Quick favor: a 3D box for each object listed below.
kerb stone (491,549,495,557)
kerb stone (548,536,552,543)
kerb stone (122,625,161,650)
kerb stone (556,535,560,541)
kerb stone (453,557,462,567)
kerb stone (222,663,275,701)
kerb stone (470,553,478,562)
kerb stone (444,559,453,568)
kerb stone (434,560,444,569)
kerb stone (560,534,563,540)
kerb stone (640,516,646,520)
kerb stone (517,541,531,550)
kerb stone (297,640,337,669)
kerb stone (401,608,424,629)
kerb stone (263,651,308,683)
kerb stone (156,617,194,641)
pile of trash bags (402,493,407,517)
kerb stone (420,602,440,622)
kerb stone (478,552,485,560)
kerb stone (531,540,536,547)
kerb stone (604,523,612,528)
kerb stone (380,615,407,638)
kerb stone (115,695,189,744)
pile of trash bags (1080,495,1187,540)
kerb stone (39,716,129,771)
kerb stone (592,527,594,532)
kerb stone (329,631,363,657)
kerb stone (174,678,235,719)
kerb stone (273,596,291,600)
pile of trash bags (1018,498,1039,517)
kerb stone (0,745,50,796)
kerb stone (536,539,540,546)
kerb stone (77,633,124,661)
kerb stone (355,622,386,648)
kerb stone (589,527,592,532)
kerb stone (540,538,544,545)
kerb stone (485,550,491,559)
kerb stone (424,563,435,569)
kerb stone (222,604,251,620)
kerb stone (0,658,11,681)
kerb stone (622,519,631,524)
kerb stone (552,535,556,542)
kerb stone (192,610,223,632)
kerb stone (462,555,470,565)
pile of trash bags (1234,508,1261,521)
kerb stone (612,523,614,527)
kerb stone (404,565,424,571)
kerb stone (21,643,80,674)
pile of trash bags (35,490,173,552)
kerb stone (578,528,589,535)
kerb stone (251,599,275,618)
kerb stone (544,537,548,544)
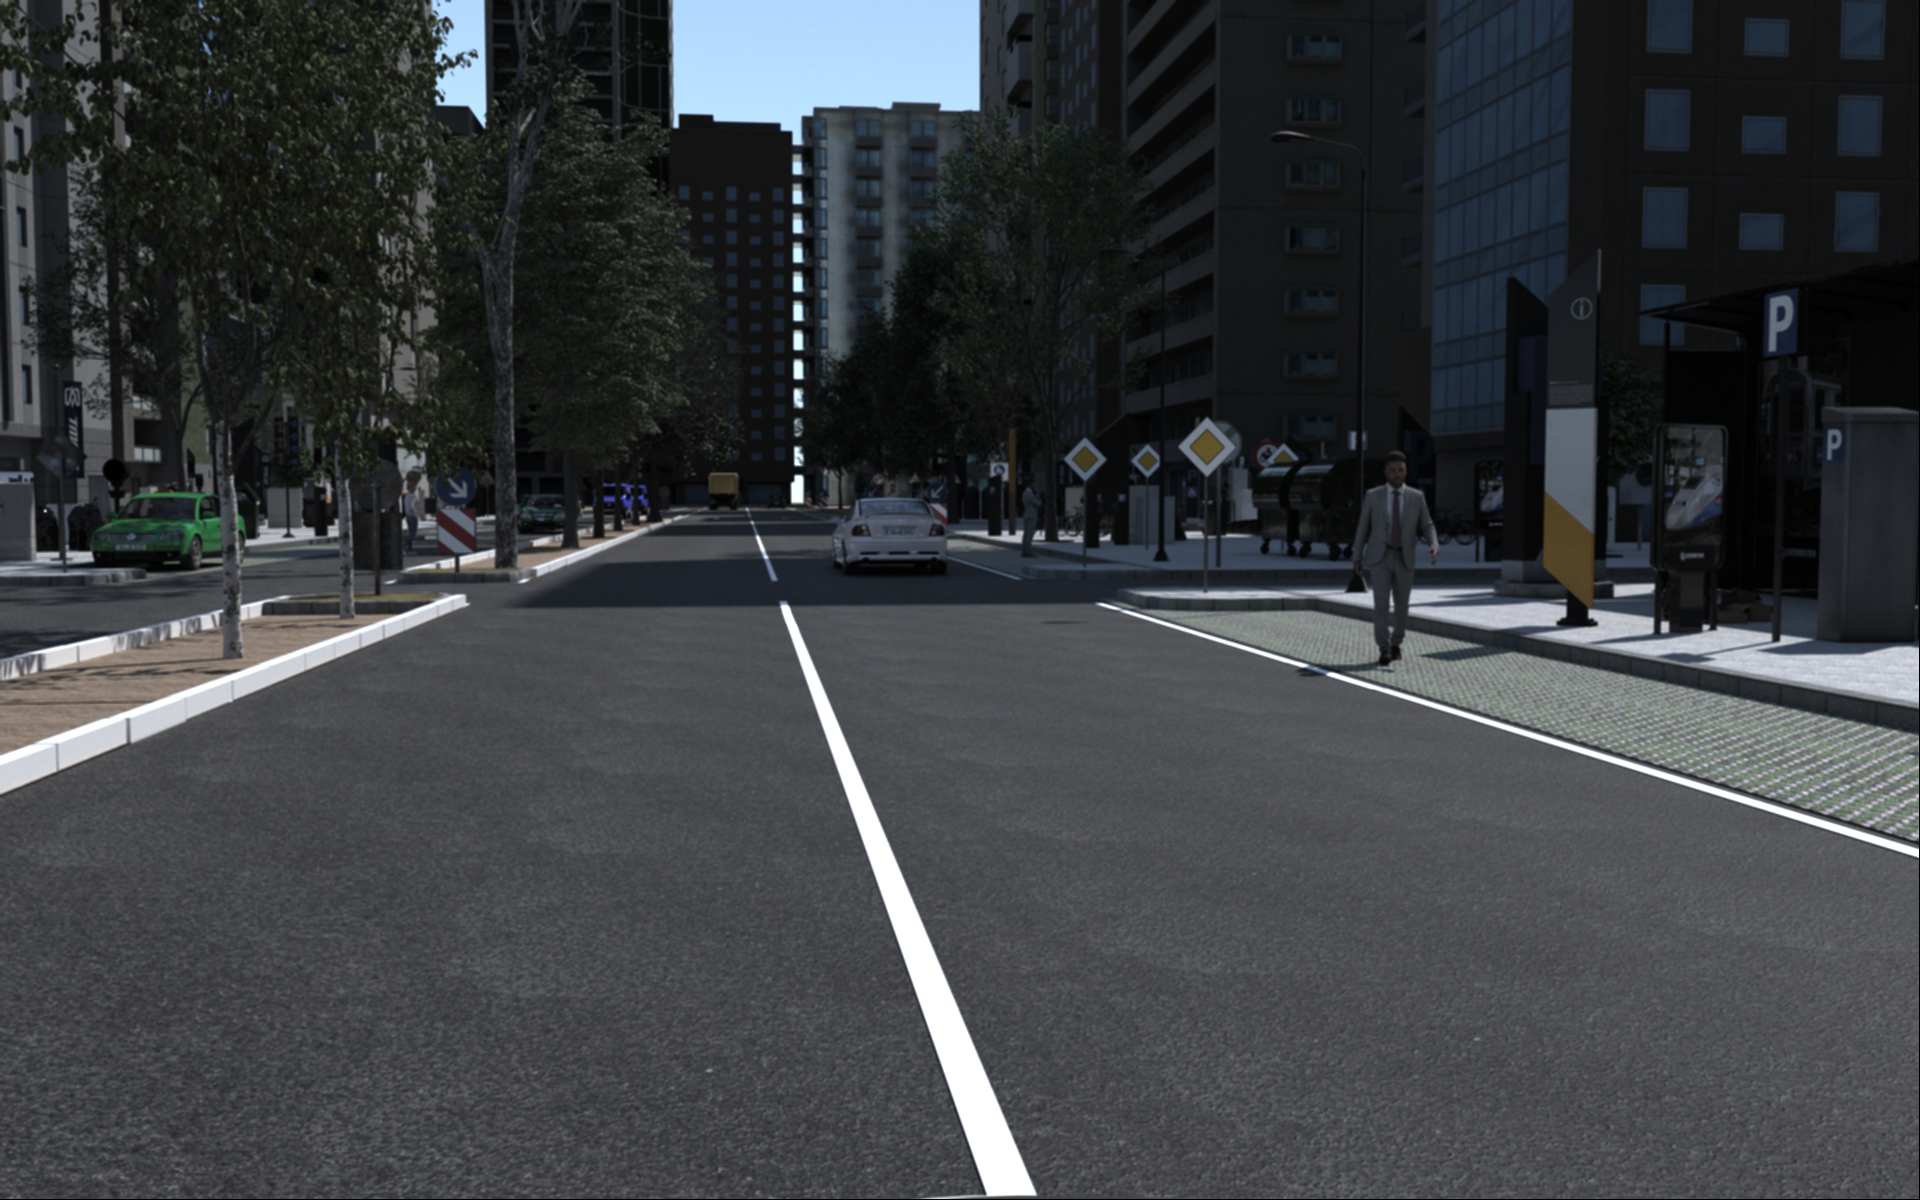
[{"bbox_3d":[-10.636,-1.035,39.183,0.120,0.150,1.000,0,4,-7],"label":"kerb stone"},{"bbox_3d":[-12.056,-1.724,50.381,0.120,0.150,1.000,0,4,-7],"label":"kerb stone"},{"bbox_3d":[-7.740,0.373,16.218,0.120,0.150,1.000,0,4,-7],"label":"kerb stone"},{"bbox_3d":[-12.310,-1.848,52.422,0.120,0.150,1.000,0,4,-7],"label":"kerb stone"},{"bbox_3d":[-9.997,-0.724,34.088,0.120,0.150,1.000,0,4,-7],"label":"kerb stone"},{"bbox_3d":[-5.143,0.597,12.451,0.120,0.150,1.000,0,4,-7],"label":"kerb stone"},{"bbox_3d":[-10.256,-0.853,36.135,0.120,0.150,1.000,0,4,-7],"label":"kerb stone"},{"bbox_3d":[-9.876,-0.665,33.069,0.120,0.150,1.000,0,4,-7],"label":"kerb stone"},{"bbox_3d":[-9.741,-0.603,32.055,0.120,0.150,1.000,0,4,-7],"label":"kerb stone"},{"bbox_3d":[-12.445,-1.911,53.435,0.120,0.150,1.000,0,4,-7],"label":"kerb stone"},{"bbox_3d":[-18.352,-4.773,100.235,0.120,0.150,1.000,0,4,-7],"label":"kerb stone"},{"bbox_3d":[-11.417,-1.413,45.294,0.120,0.150,1.000,0,4,-7],"label":"kerb stone"},{"bbox_3d":[-5.408,0.472,14.478,0.120,0.150,1.000,0,4,-7],"label":"kerb stone"},{"bbox_3d":[-5.913,0.226,18.538,0.120,0.150,1.000,0,4,-7],"label":"kerb stone"},{"bbox_3d":[-5.278,0.534,13.464,0.120,0.150,1.000,0,4,-7],"label":"kerb stone"},{"bbox_3d":[-7.869,0.303,17.243,0.120,0.150,1.000,0,4,-7],"label":"kerb stone"},{"bbox_3d":[-31.519,-5.361,97.404,1.912,1.369,3.447,0,4,-7],"label":"pile of trash bags"},{"bbox_3d":[-6.050,0.162,19.560,0.120,0.150,1.000,0,4,-7],"label":"kerb stone"},{"bbox_3d":[-10.384,-0.911,37.149,0.120,0.150,1.000,0,4,-7],"label":"kerb stone"},{"bbox_3d":[-11.539,-1.475,46.309,0.120,0.150,1.000,0,4,-7],"label":"kerb stone"},{"bbox_3d":[-15.014,-3.154,73.762,0.120,0.150,1.000,0,4,-7],"label":"kerb stone"},{"bbox_3d":[-5.784,0.286,17.523,0.120,0.150,1.000,0,4,-7],"label":"kerb stone"},{"bbox_3d":[-4.881,0.720,10.424,0.120,0.150,1.000,0,4,-7],"label":"kerb stone"},{"bbox_3d":[4.716,-2.365,48.428,1.912,1.369,3.447,-3,5,-45],"label":"pile of trash bags"},{"bbox_3d":[-4.767,0.782,9.408,0.120,0.150,1.000,0,4,-7],"label":"kerb stone"},{"bbox_3d":[-13.850,-2.591,64.617,0.120,0.150,1.000,0,4,-7],"label":"kerb stone"},{"bbox_3d":[-5.538,0.412,15.491,0.120,0.150,1.000,0,4,-7],"label":"kerb stone"},{"bbox_3d":[-5.014,0.658,11.437,0.120,0.150,1.000,0,4,-7],"label":"kerb stone"},{"bbox_3d":[-8.386,0.054,21.306,0.120,0.150,1.000,0,4,-7],"label":"kerb stone"},{"bbox_3d":[4.854,-5.327,96.841,3.447,1.369,1.912,1,4,14],"label":"pile of trash bags"},{"bbox_3d":[-4.638,0.847,8.394,0.120,0.150,1.000,0,4,-7],"label":"kerb stone"},{"bbox_3d":[-11.674,-1.536,47.325,0.120,0.150,1.000,0,4,-7],"label":"kerb stone"},{"bbox_3d":[-7.606,0.430,15.202,0.120,0.150,1.000,0,4,-7],"label":"kerb stone"},{"bbox_3d":[-5.663,0.351,16.508,0.120,0.150,1.000,0,4,-7],"label":"kerb stone"},{"bbox_3d":[-13.724,-2.532,63.597,0.120,0.150,1.000,0,4,-7],"label":"kerb stone"},{"bbox_3d":[-11.795,-1.596,48.342,0.120,0.150,1.000,0,4,-7],"label":"kerb stone"},{"bbox_3d":[-10.520,-0.975,38.167,0.120,0.150,1.000,0,4,-7],"label":"kerb stone"},{"bbox_3d":[-9.612,-0.538,31.030,0.120,0.150,1.000,0,4,-7],"label":"kerb stone"},{"bbox_3d":[-8.129,0.178,19.278,0.120,0.150,1.000,0,4,-7],"label":"kerb stone"},{"bbox_3d":[-7.362,0.561,13.172,0.120,0.150,1.000,0,4,-7],"label":"kerb stone"},{"bbox_3d":[-16.555,-3.901,85.970,0.120,0.150,1.000,0,4,-7],"label":"kerb stone"},{"bbox_3d":[-12.184,-1.785,51.400,0.120,0.150,1.000,0,4,-7],"label":"kerb stone"},{"bbox_3d":[-8.004,0.241,18.259,0.120,0.150,1.000,0,4,-7],"label":"kerb stone"},{"bbox_3d":[-10.126,-0.787,35.114,0.120,0.150,1.000,0,4,-7],"label":"kerb stone"},{"bbox_3d":[10.891,-3.415,65.583,3.447,1.369,1.912,-1,4,-19],"label":"pile of trash bags"},{"bbox_3d":[-15.139,-3.216,74.782,0.120,0.150,1.000,0,4,-7],"label":"kerb stone"},{"bbox_3d":[-9.480,-0.476,30.002,0.120,0.150,1.000,0,4,-7],"label":"kerb stone"},{"bbox_3d":[-7.485,0.490,14.186,0.120,0.150,1.000,0,4,-7],"label":"kerb stone"},{"bbox_3d":[-19.639,-1.814,39.409,3.447,1.369,1.912,-1,4,-22],"label":"pile of trash bags"},{"bbox_3d":[-13.603,-2.470,62.581,0.120,0.150,1.000,0,4,-7],"label":"kerb stone"},{"bbox_3d":[-8.251,0.116,20.293,0.120,0.150,1.000,0,4,-7],"label":"kerb stone"},{"bbox_3d":[-11.920,-1.662,49.365,0.120,0.150,1.000,0,4,-7],"label":"kerb stone"}]
